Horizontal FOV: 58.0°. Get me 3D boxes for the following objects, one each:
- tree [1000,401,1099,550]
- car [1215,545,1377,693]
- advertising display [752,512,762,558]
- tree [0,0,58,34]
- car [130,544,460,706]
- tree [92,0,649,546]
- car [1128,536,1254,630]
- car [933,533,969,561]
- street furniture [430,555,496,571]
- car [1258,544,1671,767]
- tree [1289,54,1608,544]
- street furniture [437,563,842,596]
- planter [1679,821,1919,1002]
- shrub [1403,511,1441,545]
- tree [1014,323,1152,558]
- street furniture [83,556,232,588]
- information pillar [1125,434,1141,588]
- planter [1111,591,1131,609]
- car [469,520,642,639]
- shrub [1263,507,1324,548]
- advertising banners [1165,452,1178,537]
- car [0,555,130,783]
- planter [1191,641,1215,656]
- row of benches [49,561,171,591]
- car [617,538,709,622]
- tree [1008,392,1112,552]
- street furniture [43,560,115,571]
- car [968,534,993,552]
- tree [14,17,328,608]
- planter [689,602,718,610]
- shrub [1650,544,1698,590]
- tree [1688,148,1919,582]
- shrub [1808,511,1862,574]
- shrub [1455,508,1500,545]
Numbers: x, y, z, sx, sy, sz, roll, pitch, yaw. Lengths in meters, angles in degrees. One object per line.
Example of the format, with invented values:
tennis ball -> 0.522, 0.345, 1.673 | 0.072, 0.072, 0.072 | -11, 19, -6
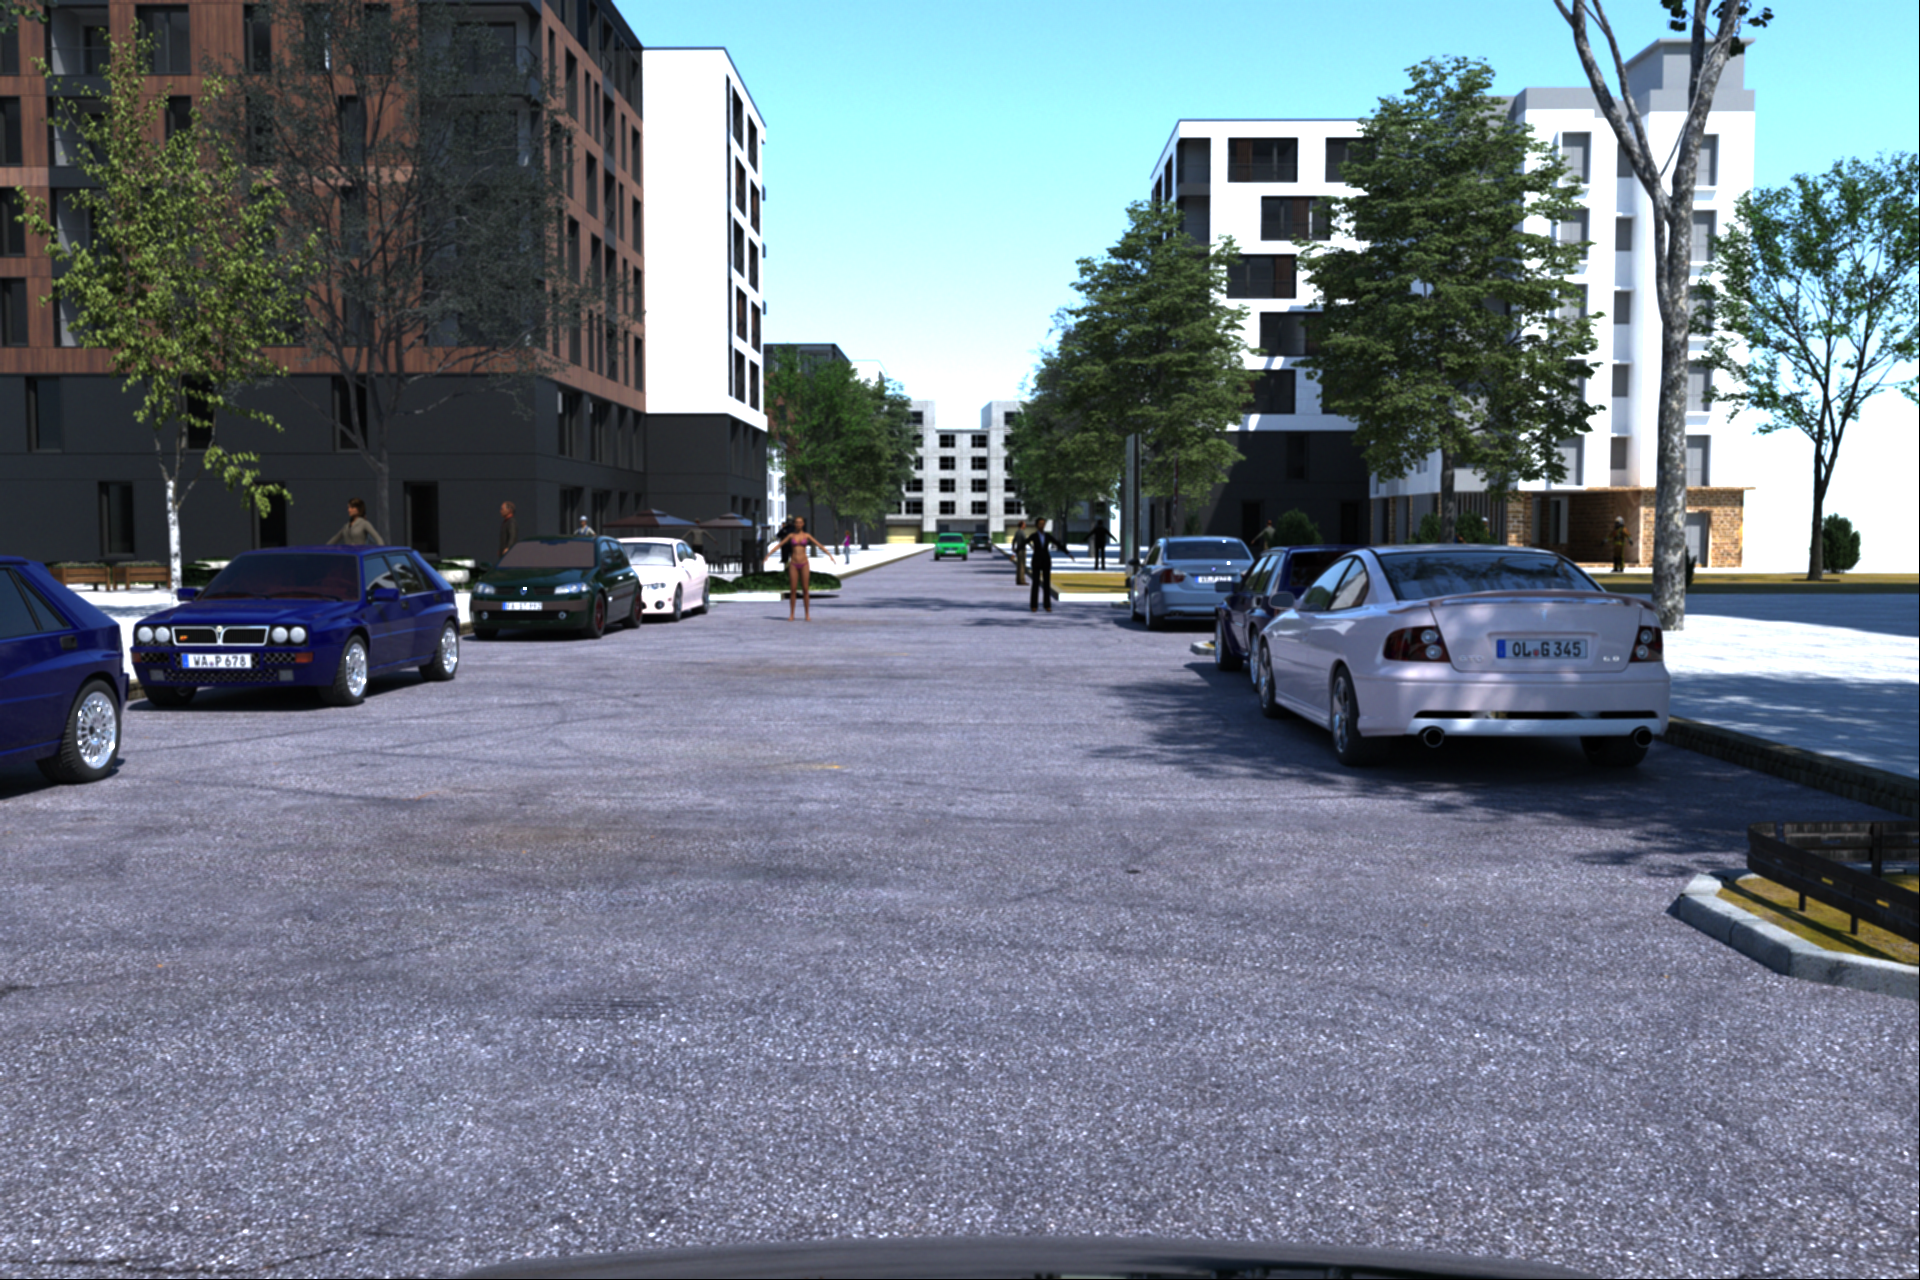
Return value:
tree -> 7.850, -14.509, 143.883 | 9.857, 13.997, 8.962 | 0, 3, 0
car -> 3.538, -0.269, 16.978 | 1.945, 1.354, 3.894 | 0, 4, 1
advertising display -> -5.873, -2.745, 50.088 | 0.123, 1.923, 0.974 | 0, 4, 3
tree -> -11.755, -6.476, 12.540 | 9.857, 13.997, 8.962 | 0, 3, 0
car -> -5.855, -0.187, 15.637 | 1.945, 1.354, 3.894 | 0, 4, 1
tree -> -12.022, -7.656, 35.543 | 12.009, 13.543, 11.850 | 0, 3, 0
car -> 3.672, -0.921, 27.063 | 2.014, 1.417, 4.499 | 0, 4, 1
car -> -0.491, -5.213, 94.021 | 1.959, 1.807, 4.718 | 0, 4, 0
street furniture -> -13.041, -1.967, 47.792 | 5.734, 0.657, 10.072 | 0, 4, 3
car -> 3.283, 0.019, 12.054 | 2.083, 1.381, 4.827 | 0, 4, 0
tree -> 11.502, -7.584, 42.119 | 7.486, 12.596, 7.792 | 0, 3, 0
street furniture -> -7.880, -1.416, 38.775 | 10.072, 0.657, 5.734 | 1, 4, 9
planter -> 3.678, 0.922, 6.073 | 1.991, 0.319, 1.994 | 0, 4, 0
shrub -> 14.558, -2.999, 53.449 | 1.690, 2.028, 1.600 | 0, 3, 0
tree -> 6.610, -10.615, 91.688 | 7.486, 12.596, 7.792 | 0, 3, 0
street furniture -> -19.228, -1.858, 45.997 | 5.734, 0.657, 10.072 | 0, 4, 0
information pillar -> 4.125, -3.060, 41.347 | 0.184, 3.620, 1.656 | 0, 4, 0
planter -> 3.975, -0.782, 33.932 | 1.991, 0.319, 1.994 | 0, 4, 0
car -> -5.745, -0.925, 24.913 | 2.009, 1.686, 4.222 | 0, 4, 1
shrub -> 9.765, -2.856, 50.742 | 1.661, 2.075, 1.752 | 0, 3, 0
advertising banners -> 4.655, -2.567, 38.163 | 0.090, 3.025, 2.074 | 0, 4, 1
car -> -5.842, 0.237, 8.714 | 1.945, 1.354, 3.894 | 0, 4, 0
planter -> 3.831, 0.010, 20.969 | 1.991, 0.319, 1.994 | 0, 4, 1
row of benches -> -19.651, -1.429, 38.827 | 1.422, 0.672, 4.104 | 3, 4, 36
car -> -5.475, -1.061, 29.706 | 2.083, 1.381, 4.827 | 0, 4, 1
tree -> 7.349, -12.070, 123.107 | 9.928, 11.665, 9.643 | 0, 3, 0
street furniture -> -28.226, -2.044, 49.042 | 5.734, 0.657, 10.072 | 3, 4, 37
car -> 1.633, -7.752, 136.525 | 2.009, 1.686, 4.222 | 0, 4, 0
tree -> -11.508, -4.582, 25.282 | 4.737, 8.622, 4.395 | 0, 3, 0
planter -> -5.768, -0.767, 33.679 | 1.991, 0.319, 1.994 | 0, 4, 1
shrub -> 16.171, -1.720, 39.247 | 1.383, 1.207, 1.383 | 0, 3, 0
tree -> 23.508, -7.407, 46.863 | 9.928, 11.665, 9.643 | 0, 3, 0
shrub -> 28.375, -3.164, 56.153 | 1.690, 2.028, 1.600 | 0, 3, 0
shrub -> 14.402, -2.720, 48.884 | 1.690, 2.028, 1.600 | 0, 3, 0
